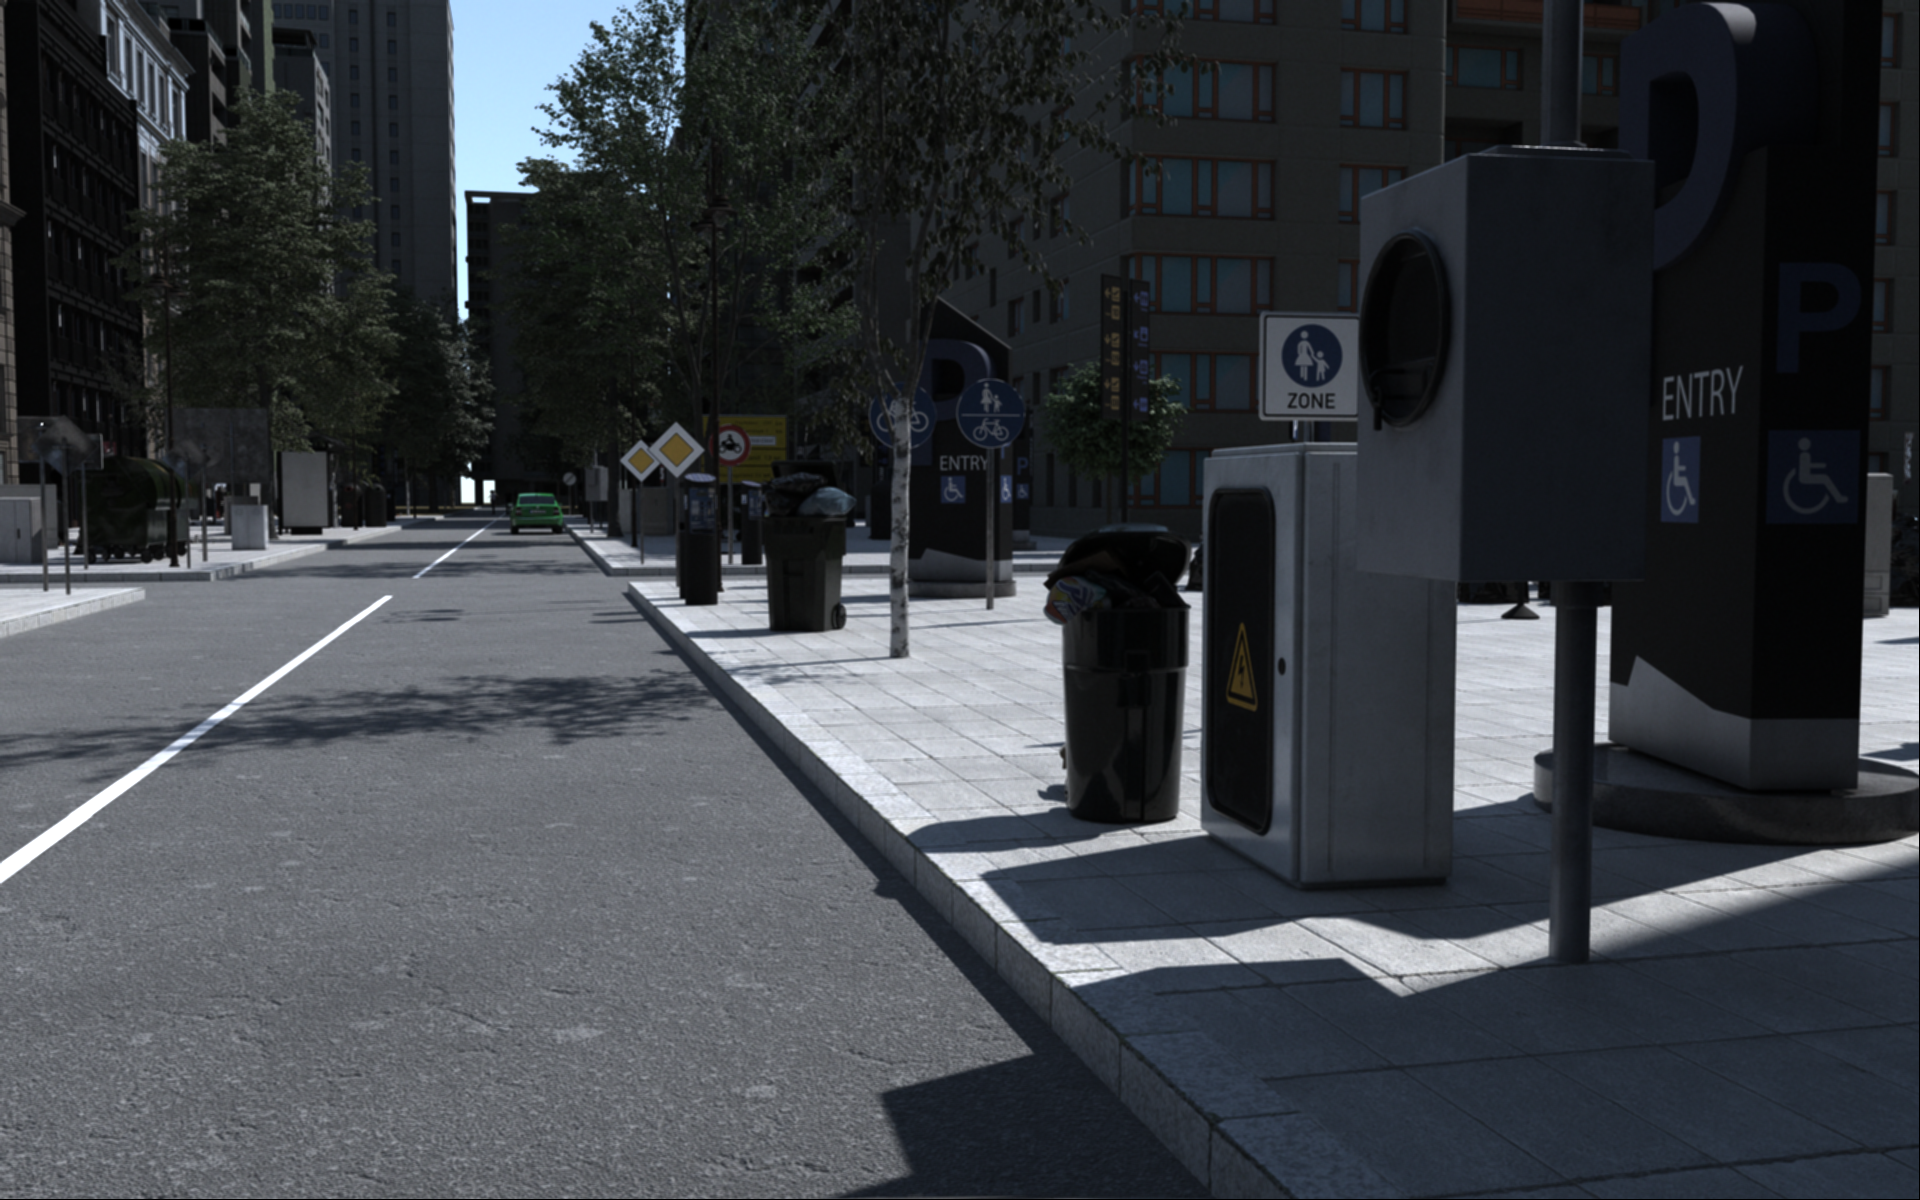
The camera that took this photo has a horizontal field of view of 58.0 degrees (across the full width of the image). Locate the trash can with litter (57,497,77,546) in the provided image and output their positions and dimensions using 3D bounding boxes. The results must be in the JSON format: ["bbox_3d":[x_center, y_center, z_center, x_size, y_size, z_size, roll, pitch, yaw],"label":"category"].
[{"bbox_3d":[-22.587,-1.923,42.505,1.678,1.210,2.233,1,4,16],"label":"trash can with litter"}]

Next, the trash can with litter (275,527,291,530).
[{"bbox_3d":[-24.393,-3.166,62.826,2.233,1.210,1.678,-3,5,-43],"label":"trash can with litter"}]

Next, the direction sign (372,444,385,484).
[{"bbox_3d":[-26.454,-5.309,78.805,0.379,3.537,0.876,1,4,17],"label":"direction sign"}]

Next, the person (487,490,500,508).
[{"bbox_3d":[-47.816,-10.344,177.620,1.348,1.824,0.705,-2,4,-33],"label":"person"}]

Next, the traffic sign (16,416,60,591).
[{"bbox_3d":[-12.084,-1.266,22.835,0.606,2.300,0.079,-1,4,-10],"label":"traffic sign"}]

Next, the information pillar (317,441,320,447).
[{"bbox_3d":[-28.364,-5.215,76.627,0.183,3.616,0.504,-2,4,-25],"label":"information pillar"}]

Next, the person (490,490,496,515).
[{"bbox_3d":[-32.812,-6.854,121.493,0.436,1.711,0.756,1,4,19],"label":"person"}]

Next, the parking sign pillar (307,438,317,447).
[{"bbox_3d":[-26.411,-5.041,70.889,1.447,3.967,1.447,0,4,-4],"label":"parking sign pillar"}]

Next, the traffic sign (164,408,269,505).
[{"bbox_3d":[-17.587,-2.885,41.038,2.265,3.308,0.079,-1,4,-13],"label":"traffic sign"}]

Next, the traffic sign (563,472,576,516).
[{"bbox_3d":[-22.951,-6.223,101.856,0.768,2.556,0.104,0,4,-7],"label":"traffic sign"}]

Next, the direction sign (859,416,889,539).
[{"bbox_3d":[-2.481,-3.549,50.018,0.876,3.537,0.379,1,4,17],"label":"direction sign"}]

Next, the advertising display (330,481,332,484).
[{"bbox_3d":[-29.660,-4.685,81.820,0.123,1.923,0.974,-2,4,-28],"label":"advertising display"}]

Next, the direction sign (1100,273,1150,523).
[{"bbox_3d":[1.734,-1.603,18.204,0.379,3.537,0.876,3,5,39],"label":"direction sign"}]

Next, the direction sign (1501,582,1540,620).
[{"bbox_3d":[5.784,-1.576,17.769,0.379,3.537,0.876,2,4,26],"label":"direction sign"}]

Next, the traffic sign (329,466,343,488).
[{"bbox_3d":[-28.647,-4.861,79.579,0.768,2.556,0.104,0,4,-6],"label":"traffic sign"}]

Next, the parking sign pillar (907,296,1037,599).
[{"bbox_3d":[-0.006,-2.040,21.829,1.447,3.967,1.447,2,4,26],"label":"parking sign pillar"}]

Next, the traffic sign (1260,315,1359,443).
[{"bbox_3d":[1.972,-0.471,9.830,0.606,2.300,0.079,-1,4,-11],"label":"traffic sign"}]

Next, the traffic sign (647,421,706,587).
[{"bbox_3d":[-3.898,-1.236,23.851,0.795,2.450,0.064,-1,4,-14],"label":"traffic sign"}]

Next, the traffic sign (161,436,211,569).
[{"bbox_3d":[-13.287,-1.599,29.788,0.795,2.450,0.064,-1,4,-14],"label":"traffic sign"}]

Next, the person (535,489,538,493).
[{"bbox_3d":[-32.572,-7.624,133.153,1.348,1.824,0.705,-3,5,-40],"label":"person"}]

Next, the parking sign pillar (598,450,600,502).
[{"bbox_3d":[-21.742,-7.095,104.475,1.447,3.967,1.447,-1,4,-21],"label":"parking sign pillar"}]

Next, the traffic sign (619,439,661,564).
[{"bbox_3d":[-5.811,-1.710,31.605,0.795,2.450,0.064,-1,4,-14],"label":"traffic sign"}]

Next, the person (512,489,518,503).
[{"bbox_3d":[-36.395,-8.167,142.054,0.705,1.821,1.348,1,4,22],"label":"person"}]

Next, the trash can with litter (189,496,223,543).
[{"bbox_3d":[-20.501,-2.118,45.680,1.678,1.210,2.233,-2,4,-32],"label":"trash can with litter"}]

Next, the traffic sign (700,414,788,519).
[{"bbox_3d":[-5.550,-3.099,44.541,2.265,3.308,0.079,-1,4,-12],"label":"traffic sign"}]

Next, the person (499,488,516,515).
[{"bbox_3d":[-31.294,-6.818,119.983,1.348,1.822,0.705,1,4,17],"label":"person"}]

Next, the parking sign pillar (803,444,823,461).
[{"bbox_3d":[-8.011,-6.481,94.431,1.447,3.967,1.447,3,5,44],"label":"parking sign pillar"}]

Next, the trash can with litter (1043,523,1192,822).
[{"bbox_3d":[0.583,0.261,7.123,0.624,1.170,1.055,0,4,-6],"label":"trash can with litter"}]

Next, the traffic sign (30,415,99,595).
[{"bbox_3d":[-11.373,-1.125,22.034,0.795,2.450,0.064,-1,4,-14],"label":"traffic sign"}]

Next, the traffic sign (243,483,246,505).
[{"bbox_3d":[-17.211,-2.420,41.695,0.606,2.300,0.079,0,4,-4],"label":"traffic sign"}]

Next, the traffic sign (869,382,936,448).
[{"bbox_3d":[-0.655,-1.202,19.751,0.768,2.556,0.104,0,4,-5],"label":"traffic sign"}]

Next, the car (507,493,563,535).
[{"bbox_3d":[-15.410,-3.308,62.883,1.959,1.807,4.718,-1,4,-16],"label":"car"}]

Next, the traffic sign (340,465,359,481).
[{"bbox_3d":[-26.282,-4.558,74.624,0.768,2.556,0.104,-1,4,-12],"label":"traffic sign"}]

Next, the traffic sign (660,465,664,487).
[{"bbox_3d":[-12.860,-4.572,74.855,0.768,2.556,0.104,0,4,-7],"label":"traffic sign"}]

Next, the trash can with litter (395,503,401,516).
[{"bbox_3d":[-33.099,-5.437,99.945,2.233,1.210,1.678,1,4,15],"label":"trash can with litter"}]

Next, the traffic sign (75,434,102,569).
[{"bbox_3d":[-14.894,-1.671,29.458,0.606,2.300,0.079,0,4,-5],"label":"traffic sign"}]

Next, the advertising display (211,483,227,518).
[{"bbox_3d":[-40.352,-5.454,94.381,0.123,1.923,0.974,2,4,27],"label":"advertising display"}]

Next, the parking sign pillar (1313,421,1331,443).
[{"bbox_3d":[8.867,-3.342,43.122,1.447,3.967,1.447,0,4,2],"label":"parking sign pillar"}]

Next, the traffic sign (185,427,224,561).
[{"bbox_3d":[-14.384,-2.007,32.926,0.768,2.556,0.104,0,4,-7],"label":"traffic sign"}]

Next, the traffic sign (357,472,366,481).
[{"bbox_3d":[-28.382,-4.923,81.671,0.795,2.450,0.064,0,4,-8],"label":"traffic sign"}]

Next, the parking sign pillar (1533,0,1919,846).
[{"bbox_3d":[3.085,-1.127,6.906,1.447,3.967,1.447,0,4,-2],"label":"parking sign pillar"}]

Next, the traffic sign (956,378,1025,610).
[{"bbox_3d":[0.334,-1.167,19.190,0.768,2.556,0.104,0,4,-8],"label":"traffic sign"}]

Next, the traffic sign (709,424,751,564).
[{"bbox_3d":[-4.202,-1.930,31.658,0.768,2.556,0.104,-1,4,-10],"label":"traffic sign"}]
